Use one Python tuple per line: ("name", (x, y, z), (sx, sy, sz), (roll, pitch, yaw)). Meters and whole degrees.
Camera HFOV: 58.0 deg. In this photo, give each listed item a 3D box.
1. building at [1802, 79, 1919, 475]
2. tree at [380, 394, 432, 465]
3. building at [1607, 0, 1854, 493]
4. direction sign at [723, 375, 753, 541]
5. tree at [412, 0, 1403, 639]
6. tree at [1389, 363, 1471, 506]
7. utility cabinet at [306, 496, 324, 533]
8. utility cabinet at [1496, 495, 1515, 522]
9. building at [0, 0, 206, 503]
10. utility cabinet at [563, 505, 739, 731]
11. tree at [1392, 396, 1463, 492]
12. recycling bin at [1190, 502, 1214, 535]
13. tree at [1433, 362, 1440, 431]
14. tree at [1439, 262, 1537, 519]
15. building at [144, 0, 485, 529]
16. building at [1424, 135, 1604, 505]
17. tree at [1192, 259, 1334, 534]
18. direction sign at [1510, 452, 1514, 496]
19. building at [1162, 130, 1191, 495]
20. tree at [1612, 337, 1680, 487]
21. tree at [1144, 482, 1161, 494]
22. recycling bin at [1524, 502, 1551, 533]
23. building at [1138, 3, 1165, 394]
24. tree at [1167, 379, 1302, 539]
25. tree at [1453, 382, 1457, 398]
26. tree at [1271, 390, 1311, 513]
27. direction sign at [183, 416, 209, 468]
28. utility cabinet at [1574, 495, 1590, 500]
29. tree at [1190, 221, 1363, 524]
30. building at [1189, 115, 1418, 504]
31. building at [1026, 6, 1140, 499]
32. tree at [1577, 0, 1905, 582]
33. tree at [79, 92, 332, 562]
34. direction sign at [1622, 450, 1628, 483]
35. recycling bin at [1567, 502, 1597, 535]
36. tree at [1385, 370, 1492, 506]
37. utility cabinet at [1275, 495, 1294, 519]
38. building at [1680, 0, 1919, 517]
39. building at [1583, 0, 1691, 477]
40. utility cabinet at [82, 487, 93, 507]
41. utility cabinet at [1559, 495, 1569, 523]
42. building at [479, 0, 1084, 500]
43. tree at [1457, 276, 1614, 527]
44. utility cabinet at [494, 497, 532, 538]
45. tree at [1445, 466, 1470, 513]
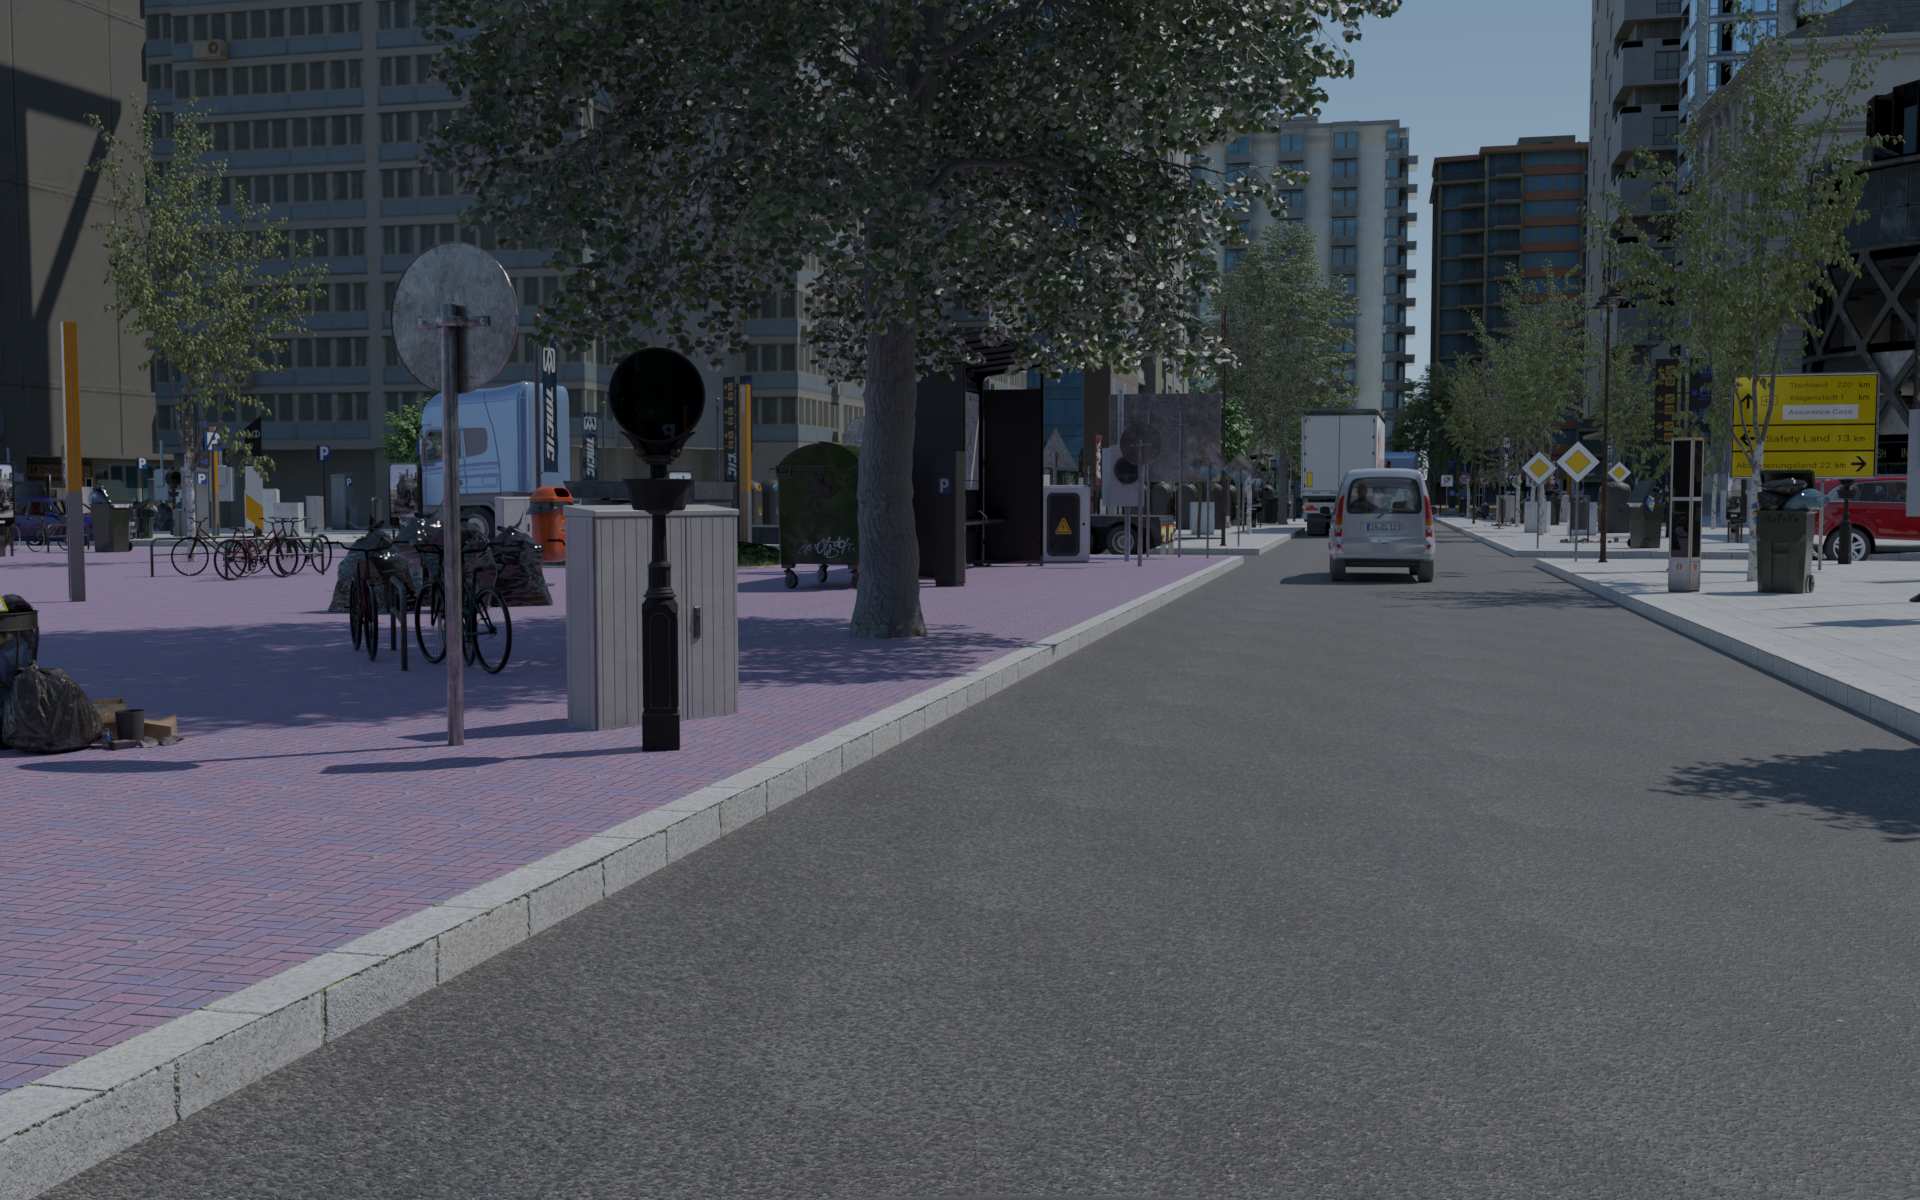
("building", (46.088, -12.759, 76.060), (16.820, 18.784, 16.811), (1, 4, 13))
("tree", (-17.531, -4.486, 57.060), (4.285, 4.588, 4.351), (0, 3, 0))
("building", (60.955, -49.652, 124.488), (22.319, 86.520, 31.000), (1, 4, 13))
("direction sign", (-4.267, -2.527, 33.317), (0.379, 3.537, 0.876), (-3, 5, -45))
("tree", (-0.585, -6.651, 15.396), (9.857, 13.997, 8.962), (0, 3, 0))
("tree", (41.021, -14.142, 149.354), (7.486, 12.596, 7.792), (0, 3, 0))
("utility cabinet", (-21.385, -2.831, 57.442), (0.306, 1.237, 1.020), (-3, 4, -36))
("utility cabinet", (24.754, -4.123, 78.580), (0.306, 1.237, 1.020), (-1, 4, -17))
("building", (-51.053, -27.990, 81.345), (21.600, 48.544, 21.300), (1, 4, 13))
("utility cabinet", (-1.722, 0.084, 9.791), (0.306, 1.237, 1.020), (3, 5, 42))
("tree", (45.762, -14.873, 168.936), (9.928, 11.665, 9.643), (0, 3, 0))
("recycling bin", (7.717, -2.610, 55.222), (0.722, 1.027, 0.722), (0, 4, 3))
("tree", (26.189, -8.467, 88.801), (4.737, 8.622, 4.395), (0, 3, 0))
("tree", (17.842, -6.313, 53.580), (4.737, 8.622, 4.395), (0, 3, 0))
("building", (-16.860, -23.314, 73.065), (32.217, 40.220, 23.993), (1, 4, 13))
("building", (71.364, -34.262, 214.808), (28.867, 44.769, 22.147), (1, 4, 13))
("tree", (9.442, -6.393, 54.894), (4.360, 8.622, 3.978), (0, 3, 0))
("direction sign", (29.460, -6.148, 92.512), (0.379, 3.537, 0.876), (2, 4, 28))
("building", (11.490, -44.775, 170.321), (20.611, 71.187, 20.563), (1, 4, 13))
("tree", (32.062, -8.057, 82.087), (4.360, 8.622, 3.978), (0, 3, 0))
("tree", (11.100, -6.437, 99.846), (1.663, 3.219, 1.824), (0, 3, 0))
("recycling bin", (19.218, -2.757, 57.632), (0.722, 1.027, 0.722), (2, 4, 29))
("building", (8.714, -27.936, 140.352), (14.154, 41.232, 14.086), (1, 4, 13))
("tree", (6.819, -4.025, 49.520), (4.285, 4.588, 4.351), (0, 3, 0))
("tree", (21.499, -7.135, 67.016), (4.360, 8.622, 3.978), (0, 3, 0))
("tree", (22.666, -10.067, 114.953), (4.737, 8.622, 4.395), (0, 3, 0))
("direction sign", (-22.360, -3.595, 50.768), (0.379, 3.537, 0.876), (1, 4, 22))
("utility cabinet", (32.884, -4.916, 91.531), (1.020, 1.237, 0.306), (-2, 4, -34))
("tree", (13.235, -9.467, 72.917), (7.486, 12.596, 7.792), (0, 3, 0))
("building", (42.721, -36.874, 222.504), (30.456, 49.044, 23.786), (1, 4, 13))
("building", (5.283, -29.139, 126.532), (14.600, 45.320, 14.200), (1, 4, 13))
("tree", (11.599, -4.591, 25.432), (4.737, 8.622, 4.395), (0, 3, 0))
("tree", (-14.280, -5.013, 32.317), (4.737, 8.622, 4.395), (0, 3, 0))
("direction sign", (33.825, -5.884, 88.192), (0.379, 3.537, 0.876), (3, 4, 39))
("recycling bin", (19.392, -2.535, 53.994), (0.722, 1.027, 0.722), (0, 4, 4))
("tree", (35.655, -11.937, 129.583), (8.767, 10.594, 7.601), (-2, 4, -23))
("utility cabinet", (17.030, -4.887, 91.063), (1.020, 1.237, 0.306), (2, 4, 28))
("building", (49.182, -18.911, 96.578), (14.401, 28.519, 23.554), (1, 4, 13))
("building", (71.102, -34.488, 153.111), (28.713, 52.752, 27.495), (1, 4, 13))
("utility cabinet", (-27.363, -2.805, 54.539), (0.318, 1.500, 1.173), (2, 4, 27))
("utility cabinet", (26.968, -4.104, 78.267), (1.020, 1.237, 0.306), (1, 4, 12))
("building", (-9.015, -25.444, 107.894), (32.217, 40.220, 23.993), (1, 4, 13))
("tree", (19.826, -6.683, 59.627), (4.360, 8.622, 3.978), (0, 3, 0))
("utility cabinet", (-9.678, -1.636, 37.905), (0.306, 1.237, 1.020), (2, 4, 35))
("tree", (33.702, -7.514, 117.449), (1.663, 3.219, 1.824), (0, 3, 0))
